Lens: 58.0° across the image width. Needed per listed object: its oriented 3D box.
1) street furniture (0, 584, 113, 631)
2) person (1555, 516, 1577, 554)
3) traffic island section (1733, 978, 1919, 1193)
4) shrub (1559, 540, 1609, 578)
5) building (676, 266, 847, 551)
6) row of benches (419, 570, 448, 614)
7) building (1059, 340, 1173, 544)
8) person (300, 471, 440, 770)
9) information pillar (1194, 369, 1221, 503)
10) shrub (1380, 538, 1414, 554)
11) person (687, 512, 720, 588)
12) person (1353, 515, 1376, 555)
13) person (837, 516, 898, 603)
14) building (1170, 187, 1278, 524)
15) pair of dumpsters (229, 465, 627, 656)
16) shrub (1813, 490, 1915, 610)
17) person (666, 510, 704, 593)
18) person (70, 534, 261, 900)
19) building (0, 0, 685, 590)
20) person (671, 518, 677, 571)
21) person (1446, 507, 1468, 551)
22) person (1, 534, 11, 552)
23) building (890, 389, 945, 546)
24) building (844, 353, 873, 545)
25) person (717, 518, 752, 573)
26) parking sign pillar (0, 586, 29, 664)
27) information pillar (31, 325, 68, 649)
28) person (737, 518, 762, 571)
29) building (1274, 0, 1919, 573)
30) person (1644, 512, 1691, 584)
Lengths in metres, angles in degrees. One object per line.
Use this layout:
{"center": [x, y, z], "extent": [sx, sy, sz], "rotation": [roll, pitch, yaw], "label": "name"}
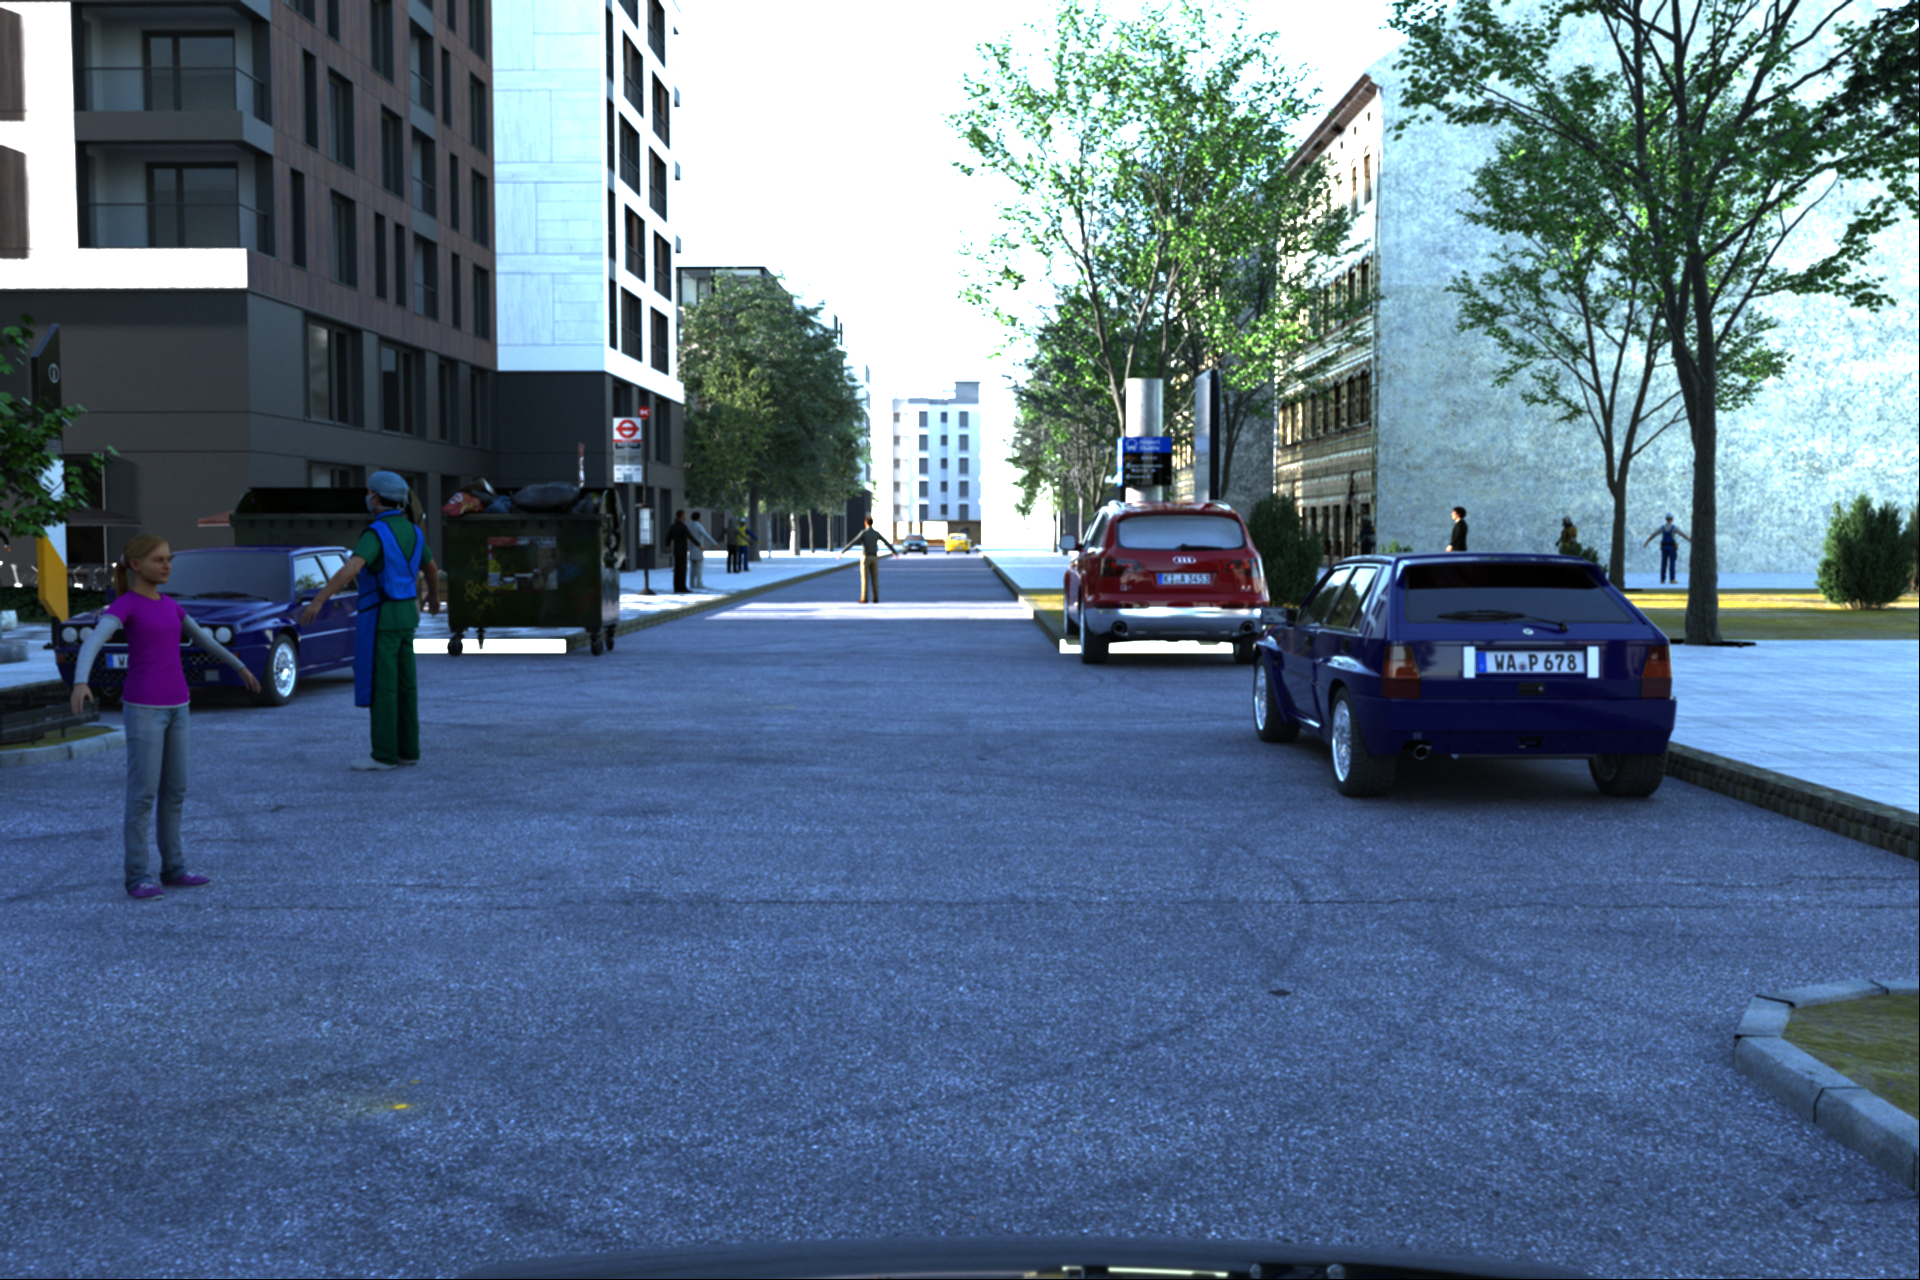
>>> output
{"center": [-14.528, -0.512, 23.997], "extent": [5.734, 0.657, 10.072], "rotation": [1, 4, 8], "label": "street furniture"}
{"center": [18.880, -2.945, 53.914], "extent": [0.705, 1.858, 1.354], "rotation": [0, 3, 0], "label": "person"}
{"center": [3.069, 1.138, 4.262], "extent": [1.991, 0.108, 1.994], "rotation": [0, 4, 0], "label": "traffic island section"}
{"center": [9.930, -1.025, 27.868], "extent": [1.383, 1.207, 1.383], "rotation": [0, 3, 0], "label": "shrub"}
{"center": [-25.025, -18.628, 148.535], "extent": [27.936, 21.610, 32.646], "rotation": [0, 4, 1], "label": "building"}
{"center": [-9.099, -0.862, 29.562], "extent": [1.422, 0.672, 4.104], "rotation": [-2, 4, -28], "label": "row of benches"}
{"center": [24.731, -21.203, 190.649], "extent": [27.936, 21.610, 32.646], "rotation": [0, 4, 0], "label": "building"}
{"center": [-3.534, -0.125, 10.633], "extent": [0.704, 1.817, 1.347], "rotation": [1, 4, 16], "label": "person"}
{"center": [3.626, -2.087, 25.443], "extent": [0.184, 3.620, 1.656], "rotation": [0, 4, 1], "label": "information pillar"}
{"center": [8.337, -1.344, 33.094], "extent": [1.383, 1.207, 1.383], "rotation": [0, 3, 0], "label": "shrub"}
{"center": [-6.237, -2.137, 41.125], "extent": [1.347, 1.806, 0.705], "rotation": [3, 4, 38], "label": "person"}
{"center": [12.091, -2.805, 51.641], "extent": [0.705, 1.856, 1.354], "rotation": [-1, 4, -11], "label": "person"}
{"center": [-1.885, -1.666, 35.973], "extent": [1.348, 1.796, 0.705], "rotation": [-2, 4, -24], "label": "person"}
{"center": [21.722, -15.999, 92.507], "extent": [19.493, 23.208, 18.063], "rotation": [0, 3, 0], "label": "building"}
{"center": [-6.319, -0.966, 20.746], "extent": [4.436, 2.255, 1.574], "rotation": [0, 4, 0], "label": "pair of dumpsters"}
{"center": [15.419, -1.536, 29.527], "extent": [1.690, 2.028, 1.600], "rotation": [0, 3, 0], "label": "shrub"}
{"center": [-6.047, -1.922, 37.655], "extent": [0.704, 1.802, 1.346], "rotation": [-3, 5, -43], "label": "person"}
{"center": [-3.153, 0.296, 6.889], "extent": [0.599, 1.433, 0.991], "rotation": [1, 4, 17], "label": "person"}
{"center": [-25.103, -12.738, 52.235], "extent": [27.936, 21.610, 32.646], "rotation": [0, 4, 1], "label": "building"}
{"center": [-9.762, -3.293, 59.779], "extent": [0.705, 1.837, 1.347], "rotation": [-2, 4, -32], "label": "person"}
{"center": [9.623, -1.672, 33.529], "extent": [0.705, 1.806, 1.347], "rotation": [2, 4, 24], "label": "person"}
{"center": [-20.004, -1.763, 35.552], "extent": [0.721, 1.740, 1.216], "rotation": [1, 4, 20], "label": "person"}
{"center": [-8.439, -21.939, 217.581], "extent": [11.380, 20.090, 16.016], "rotation": [0, 4, 4], "label": "building"}
{"center": [-24.598, -21.364, 193.270], "extent": [27.936, 21.610, 32.646], "rotation": [0, 4, 0], "label": "building"}
{"center": [-7.476, -3.110, 56.978], "extent": [1.348, 1.813, 0.705], "rotation": [2, 4, 25], "label": "person"}
{"center": [-10.136, -1.758, 17.210], "extent": [1.447, 3.967, 1.447], "rotation": [0, 3, 0], "label": "parking sign pillar"}
{"center": [-10.105, -1.706, 19.240], "extent": [0.183, 3.616, 0.504], "rotation": [0, 4, 0], "label": "information pillar"}
{"center": [-7.458, -3.280, 59.593], "extent": [1.349, 1.833, 0.705], "rotation": [2, 4, 24], "label": "person"}
{"center": [22.904, -14.350, 65.552], "extent": [19.493, 23.208, 18.063], "rotation": [0, 3, 0], "label": "building"}
{"center": [18.442, -2.396, 45.038], "extent": [1.347, 1.847, 0.705], "rotation": [3, 5, 40], "label": "person"}
